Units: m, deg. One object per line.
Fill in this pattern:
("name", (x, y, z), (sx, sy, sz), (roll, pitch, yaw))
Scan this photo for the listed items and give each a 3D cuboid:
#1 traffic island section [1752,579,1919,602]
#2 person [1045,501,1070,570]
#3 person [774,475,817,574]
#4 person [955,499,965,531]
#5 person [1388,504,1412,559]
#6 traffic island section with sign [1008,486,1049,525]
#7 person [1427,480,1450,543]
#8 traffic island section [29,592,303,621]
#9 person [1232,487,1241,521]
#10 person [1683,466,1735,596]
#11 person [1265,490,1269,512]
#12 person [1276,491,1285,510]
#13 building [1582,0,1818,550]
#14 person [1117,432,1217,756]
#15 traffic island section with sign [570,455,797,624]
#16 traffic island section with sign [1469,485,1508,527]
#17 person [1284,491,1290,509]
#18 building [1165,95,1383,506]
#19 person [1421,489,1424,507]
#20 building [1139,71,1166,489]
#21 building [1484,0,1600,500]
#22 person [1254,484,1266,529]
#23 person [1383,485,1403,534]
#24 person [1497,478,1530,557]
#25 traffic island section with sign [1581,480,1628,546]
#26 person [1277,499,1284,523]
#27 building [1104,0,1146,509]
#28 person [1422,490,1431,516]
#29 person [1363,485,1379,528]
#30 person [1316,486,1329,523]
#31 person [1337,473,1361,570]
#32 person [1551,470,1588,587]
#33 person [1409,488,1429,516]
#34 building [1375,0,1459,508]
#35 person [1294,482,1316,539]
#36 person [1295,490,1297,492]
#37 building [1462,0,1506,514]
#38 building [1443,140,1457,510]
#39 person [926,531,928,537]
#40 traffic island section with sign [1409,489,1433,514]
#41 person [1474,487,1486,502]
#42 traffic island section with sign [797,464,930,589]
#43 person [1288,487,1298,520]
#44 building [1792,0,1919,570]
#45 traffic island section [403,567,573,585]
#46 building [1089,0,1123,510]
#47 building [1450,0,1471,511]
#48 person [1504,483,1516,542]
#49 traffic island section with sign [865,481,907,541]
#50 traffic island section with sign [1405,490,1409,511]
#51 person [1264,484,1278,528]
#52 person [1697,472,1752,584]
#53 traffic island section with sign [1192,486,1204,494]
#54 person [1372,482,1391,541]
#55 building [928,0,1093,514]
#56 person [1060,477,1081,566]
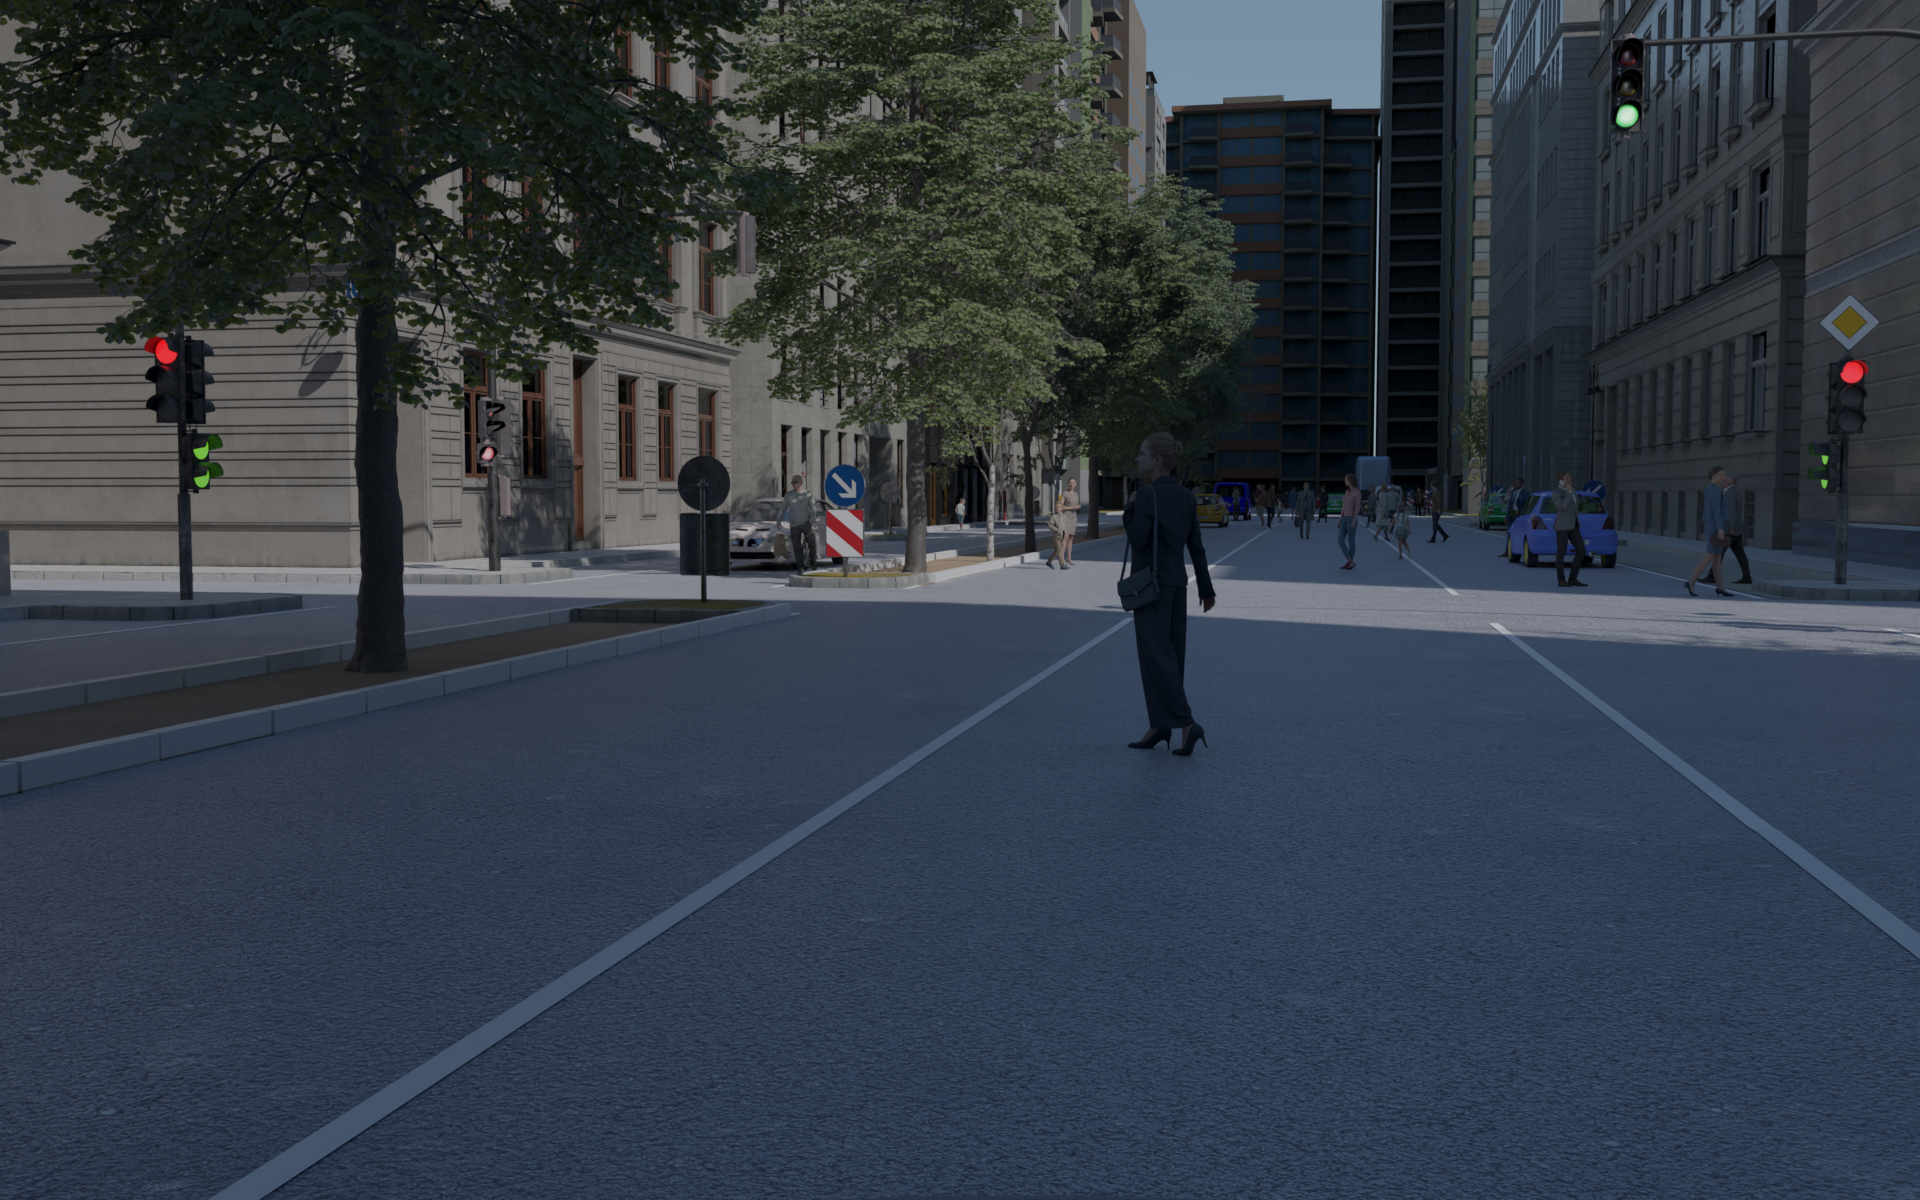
("traffic island section", (12.531, -0.143, 24.611), (2.009, 0.180, 2.903), (1, 4, 12))
("person", (1.879, -1.233, 32.933), (0.640, 1.303, 0.475), (3, 5, 39))
("person", (-2.891, -1.309, 30.392), (0.782, 1.767, 0.515), (0, 4, 0))
("person", (0.014, -3.309, 67.288), (0.352, 1.250, 0.332), (-3, 5, -43))
("person", (9.676, -1.502, 38.075), (0.505, 1.210, 0.382), (0, 4, 6))
("traffic island section with sign", (3.372, -4.387, 80.356), (1.989, 1.847, 2.006), (1, 4, 12))
("person", (14.069, -2.609, 51.073), (0.836, 1.842, 0.656), (-1, 4, -21))
("traffic island section", (-9.409, 0.076, 21.045), (2.009, 0.180, 2.903), (1, 4, 12))
("person", (14.656, -5.079, 91.720), (0.473, 1.802, 0.592), (3, 4, 37))
("person", (10.515, -0.962, 24.256), (0.654, 1.822, 0.581), (2, 4, 27))
("person", (25.057, -8.096, 141.548), (0.721, 1.739, 1.217), (0, 4, -3))
("person", (29.240, -9.137, 158.568), (1.217, 1.739, 0.721), (-1, 4, -14))
("building", (28.643, -13.342, 51.432), (16.112, 22.955, 30.059), (1, 4, 12))
("person", (1.171, -0.043, 9.632), (0.534, 1.772, 0.576), (1, 4, 22))
("traffic island section with sign", (-3.168, -0.724, 19.980), (2.006, 1.907, 1.989), (1, 4, 12))
("traffic island section with sign", (23.167, -4.072, 75.207), (1.989, 1.847, 2.006), (1, 4, 12))
("person", (31.480, -9.623, 166.646), (0.445, 1.727, 0.742), (2, 4, 32))
("building", (31.970, -32.973, 193.727), (28.867, 44.769, 22.147), (1, 4, 12))
("person", (45.416, -10.035, 170.214), (0.705, 1.812, 1.348), (1, 4, 11))
("building", (12.977, -29.833, 171.364), (14.086, 41.232, 14.154), (1, 4, 12))
("building", (32.008, -18.609, 81.749), (11.434, 29.767, 29.804), (1, 4, 12))
("person", (12.337, -3.829, 71.084), (0.573, 1.828, 0.580), (-3, 5, -41))
("person", (15.581, -3.250, 62.128), (0.782, 1.767, 0.515), (1, 4, 10))
("person", (12.604, -1.868, 39.223), (0.419, 1.800, 0.721), (-3, 4, -37))
("traffic island section with sign", (17.635, -2.458, 48.824), (1.989, 1.847, 2.006), (1, 4, 12))
("person", (15.843, -4.402, 85.495), (0.382, 1.210, 0.505), (0, 4, 3))
("building", (8.793, -30.800, 153.692), (14.600, 45.320, 14.200), (1, 4, 12))
("person", (30.492, -6.348, 113.213), (0.530, 1.710, 0.541), (-3, 5, -44))
("person", (17.338, -3.922, 72.803), (0.728, 1.800, 0.709), (0, 4, 7))
("person", (18.210, -4.819, 87.067), (0.659, 1.850, 0.755), (-1, 4, -22))
("person", (7.384, -1.495, 32.951), (0.388, 1.821, 0.555), (-2, 4, -32))
("person", (9.440, -1.110, 26.828), (0.592, 1.802, 0.473), (-1, 4, -19))
("person", (29.475, -6.283, 111.357), (1.348, 1.807, 0.705), (0, 4, -4))
("building", (55.961, -45.783, 186.800), (20.611, 71.187, 20.563), (1, 4, 12))
("person", (11.101, -2.883, 55.738), (0.694, 1.812, 0.767), (1, 4, 14))
("person", (33.729, -10.109, 173.745), (0.705, 1.831, 1.348), (-1, 4, -14))
("building", (40.831, -26.379, 114.890), (14.154, 41.232, 14.086), (1, 4, 12))
("building", (47.215, -22.694, 142.740), (14.160, 30.474, 14.107), (1, 4, 12))
("person", (-1.241, -2.801, 55.135), (0.643, 1.720, 0.563), (-2, 4, -26))
("traffic island section with sign", (33.442, -7.069, 124.203), (1.989, 1.847, 2.006), (1, 4, 12))
("person", (32.043, -6.060, 105.951), (1.217, 1.723, 0.721), (1, 4, 14))
("traffic island section with sign", (-1.638, -1.168, 27.228), (2.006, 1.907, 1.989), (1, 4, 12))
("person", (18.329, -5.298, 95.142), (0.581, 1.822, 0.654), (1, 4, 9))
("building", (26.027, -14.803, 27.936), (20.117, 28.700, 13.634), (1, 4, 12))
("traffic island section", (-7.769, -0.402, 28.860), (2.009, 0.180, 2.903), (1, 4, 12))
("building", (0.610, -29.287, 133.460), (22.147, 44.769, 28.867), (1, 4, 12))
("building", (44.427, -29.255, 128.436), (14.600, 45.320, 14.200), (1, 4, 12))
("person", (16.531, -2.589, 51.424), (0.593, 1.750, 0.643), (-2, 4, -34))
("traffic island section with sign", (-2.234, -2.752, 53.626), (1.989, 1.847, 2.006), (1, 4, 12))
("traffic island section with sign", (38.974, -8.683, 150.587), (1.989, 1.847, 2.006), (1, 4, 12))
("person", (12.953, -3.899, 72.161), (0.656, 1.842, 0.836), (2, 4, 24))
("person", (12.165, -1.140, 27.537), (0.834, 1.777, 0.661), (2, 4, 27))
("traffic island section with sign", (13.785, -5.666, 100.773), (2.006, 1.907, 1.989), (1, 4, 12))
("person", (12.757, -2.659, 52.330), (0.624, 1.780, 0.694), (0, 4, 4))
("building", (0.611, -26.169, 111.459), (14.154, 41.232, 14.086), (1, 4, 12))
("person", (2.217, -1.592, 34.865), (0.599, 1.781, 0.374), (-3, 5, -42))
